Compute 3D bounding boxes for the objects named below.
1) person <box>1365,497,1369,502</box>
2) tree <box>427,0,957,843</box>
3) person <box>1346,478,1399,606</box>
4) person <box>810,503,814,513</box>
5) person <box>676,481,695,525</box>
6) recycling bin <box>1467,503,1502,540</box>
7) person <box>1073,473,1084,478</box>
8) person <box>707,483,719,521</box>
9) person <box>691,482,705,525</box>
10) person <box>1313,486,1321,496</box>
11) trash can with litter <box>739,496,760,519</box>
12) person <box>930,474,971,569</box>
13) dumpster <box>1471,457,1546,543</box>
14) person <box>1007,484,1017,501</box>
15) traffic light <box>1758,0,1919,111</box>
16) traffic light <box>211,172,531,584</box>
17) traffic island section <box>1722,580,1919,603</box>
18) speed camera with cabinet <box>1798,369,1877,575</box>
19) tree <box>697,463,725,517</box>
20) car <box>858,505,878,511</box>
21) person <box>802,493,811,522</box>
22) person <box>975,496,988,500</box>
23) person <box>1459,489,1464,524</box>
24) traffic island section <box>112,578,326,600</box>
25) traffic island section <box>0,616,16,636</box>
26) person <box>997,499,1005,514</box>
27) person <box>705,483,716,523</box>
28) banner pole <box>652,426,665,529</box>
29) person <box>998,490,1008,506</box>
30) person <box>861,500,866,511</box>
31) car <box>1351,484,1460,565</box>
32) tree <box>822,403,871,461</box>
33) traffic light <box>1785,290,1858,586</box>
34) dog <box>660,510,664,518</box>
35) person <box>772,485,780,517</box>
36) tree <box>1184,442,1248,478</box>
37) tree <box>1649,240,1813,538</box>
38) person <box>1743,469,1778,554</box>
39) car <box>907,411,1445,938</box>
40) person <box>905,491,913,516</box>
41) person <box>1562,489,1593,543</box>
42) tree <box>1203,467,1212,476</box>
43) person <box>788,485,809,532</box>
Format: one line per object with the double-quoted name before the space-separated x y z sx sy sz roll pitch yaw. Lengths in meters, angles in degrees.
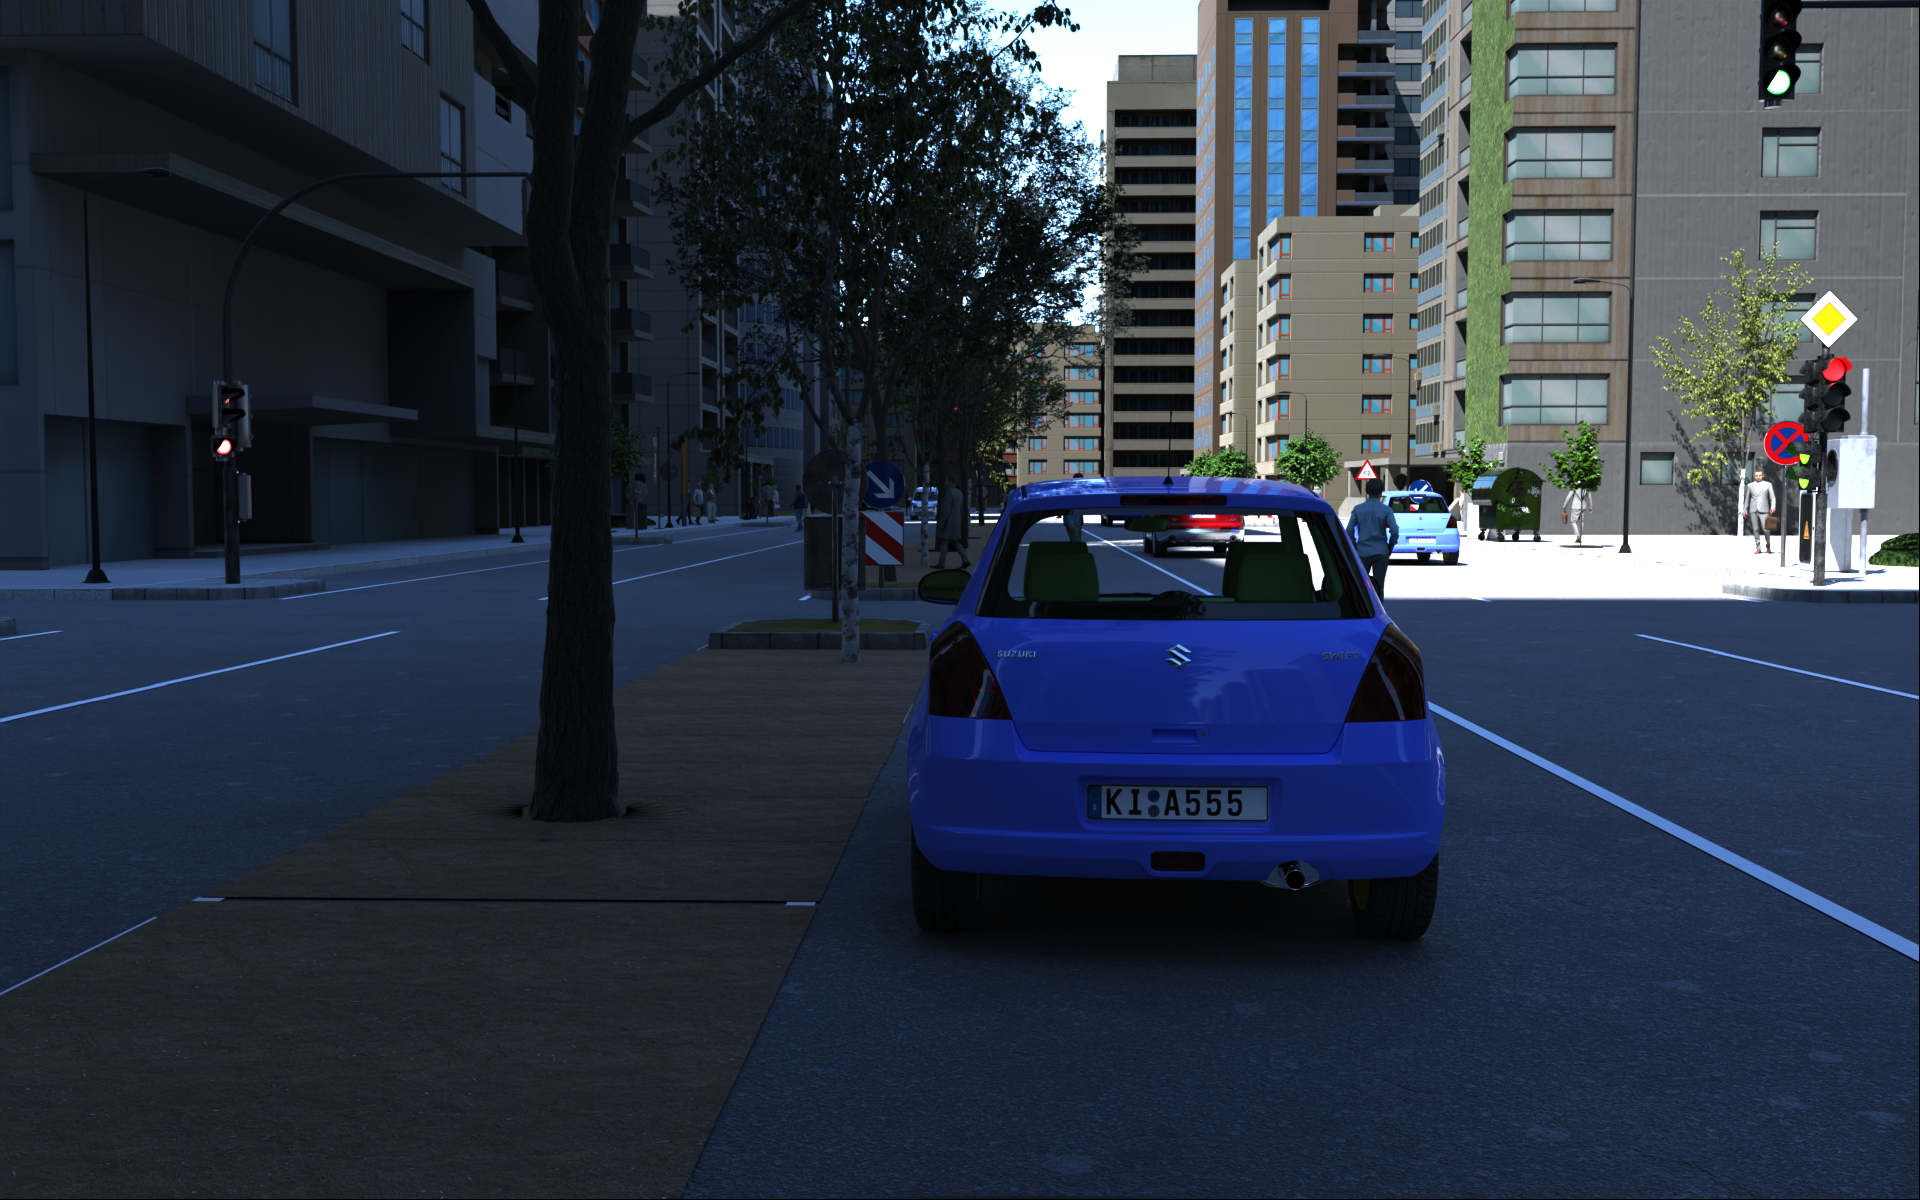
"person" 15.035 -3.448 62.763 0.721 1.781 0.623 3 5 42
"tree" -1.596 -4.831 7.207 9.928 11.665 9.643 0 3 0
"person" 4.361 -0.489 18.306 0.589 1.601 0.330 2 4 34
"person" -9.878 -6.635 114.530 1.348 1.823 0.705 0 4 7
"person" -11.518 -4.082 72.694 0.836 1.842 0.656 0 4 -7
"recycling bin" 14.810 -2.221 48.871 0.722 1.027 0.722 -3 5 -42
"person" 1.896 -1.243 29.175 0.444 1.785 0.601 2 4 35
"person" -11.856 -4.688 82.787 0.635 1.810 0.391 3 4 38
"person" -10.775 -3.944 71.012 0.515 1.767 0.782 1 4 19
"person" 18.871 -5.246 91.996 0.709 1.800 0.728 0 4 -1
"trash can with litter" -10.719 -4.706 88.336 0.624 1.170 1.055 3 5 41
"person" -0.185 -1.485 32.883 0.767 1.812 0.694 2 4 26
"dumpster" 14.735 -2.691 46.496 1.502 2.255 1.985 0 4 2
"person" 1.856 -3.182 60.797 0.793 1.790 0.793 -1 4 -13
"traffic light" 9.618 -2.526 15.967 4.771 5.953 1.251 0 4 2
"traffic light" -8.305 -3.057 24.657 4.771 5.953 1.251 0 4 2
"traffic island section" 11.993 -0.114 24.140 2.009 0.180 2.903 0 4 2
"speed camera with cabinet" 14.222 -2.065 28.101 0.660 3.252 2.038 1 4 11
"tree" -13.871 -6.321 97.942 1.663 3.219 1.824 0 3 0
"car" -7.018 -7.712 134.886 1.959 1.807 4.718 0 4 3
"person" -7.827 -4.864 88.567 0.519 1.759 0.362 2 4 30
"person" 1.966 -8.954 154.831 1.348 1.831 0.705 2 4 27
"person" 21.557 -4.016 74.295 0.523 1.515 0.503 -1 4 -14
"traffic island section" -10.438 -0.155 24.821 2.009 0.180 2.903 0 4 2
"traffic island section" -10.680 0.333 16.840 2.009 0.180 2.903 0 4 2
"person" 2.007 -4.295 83.745 0.382 1.210 0.505 1 4 15
"person" -10.874 -4.228 75.717 0.362 1.759 0.519 2 4 35
"banner pole" -11.074 -4.479 63.247 0.401 3.779 0.863 1 4 9
"person" 3.431 -7.475 131.424 1.217 1.736 0.721 1 4 17
"person" -6.618 -6.790 119.506 1.348 1.826 0.705 -3 5 -40
"car" 9.203 -1.622 36.114 1.945 1.707 3.694 0 4 2
"tree" -9.200 -11.567 139.476 4.737 8.622 4.395 0 3 0
"traffic light" 11.953 -2.147 24.027 0.839 4.253 0.868 0 4 2
"dog" -16.296 -4.723 94.963 0.550 0.427 0.748 2 4 27
"person" -10.469 -5.586 97.728 0.624 1.780 0.694 -2 4 -35
"tree" 17.349 -7.725 110.012 4.285 4.588 4.351 0 3 0
"tree" 22.726 -6.130 50.593 4.737 8.622 4.395 0 3 0
"person" 17.177 -1.896 37.169 0.709 1.813 0.853 2 4 34
"car" 0.764 0.163 6.926 1.945 1.707 3.694 0 4 4
"person" -3.360 -6.415 114.863 0.593 1.643 0.415 1 4 11
"person" 16.332 -2.423 45.776 0.709 1.813 0.853 0 4 -7
"tree" 18.510 -8.203 128.712 1.663 3.219 1.824 0 3 0
"person" -6.074 -3.453 65.309 0.721 1.781 0.623 1 4 17
